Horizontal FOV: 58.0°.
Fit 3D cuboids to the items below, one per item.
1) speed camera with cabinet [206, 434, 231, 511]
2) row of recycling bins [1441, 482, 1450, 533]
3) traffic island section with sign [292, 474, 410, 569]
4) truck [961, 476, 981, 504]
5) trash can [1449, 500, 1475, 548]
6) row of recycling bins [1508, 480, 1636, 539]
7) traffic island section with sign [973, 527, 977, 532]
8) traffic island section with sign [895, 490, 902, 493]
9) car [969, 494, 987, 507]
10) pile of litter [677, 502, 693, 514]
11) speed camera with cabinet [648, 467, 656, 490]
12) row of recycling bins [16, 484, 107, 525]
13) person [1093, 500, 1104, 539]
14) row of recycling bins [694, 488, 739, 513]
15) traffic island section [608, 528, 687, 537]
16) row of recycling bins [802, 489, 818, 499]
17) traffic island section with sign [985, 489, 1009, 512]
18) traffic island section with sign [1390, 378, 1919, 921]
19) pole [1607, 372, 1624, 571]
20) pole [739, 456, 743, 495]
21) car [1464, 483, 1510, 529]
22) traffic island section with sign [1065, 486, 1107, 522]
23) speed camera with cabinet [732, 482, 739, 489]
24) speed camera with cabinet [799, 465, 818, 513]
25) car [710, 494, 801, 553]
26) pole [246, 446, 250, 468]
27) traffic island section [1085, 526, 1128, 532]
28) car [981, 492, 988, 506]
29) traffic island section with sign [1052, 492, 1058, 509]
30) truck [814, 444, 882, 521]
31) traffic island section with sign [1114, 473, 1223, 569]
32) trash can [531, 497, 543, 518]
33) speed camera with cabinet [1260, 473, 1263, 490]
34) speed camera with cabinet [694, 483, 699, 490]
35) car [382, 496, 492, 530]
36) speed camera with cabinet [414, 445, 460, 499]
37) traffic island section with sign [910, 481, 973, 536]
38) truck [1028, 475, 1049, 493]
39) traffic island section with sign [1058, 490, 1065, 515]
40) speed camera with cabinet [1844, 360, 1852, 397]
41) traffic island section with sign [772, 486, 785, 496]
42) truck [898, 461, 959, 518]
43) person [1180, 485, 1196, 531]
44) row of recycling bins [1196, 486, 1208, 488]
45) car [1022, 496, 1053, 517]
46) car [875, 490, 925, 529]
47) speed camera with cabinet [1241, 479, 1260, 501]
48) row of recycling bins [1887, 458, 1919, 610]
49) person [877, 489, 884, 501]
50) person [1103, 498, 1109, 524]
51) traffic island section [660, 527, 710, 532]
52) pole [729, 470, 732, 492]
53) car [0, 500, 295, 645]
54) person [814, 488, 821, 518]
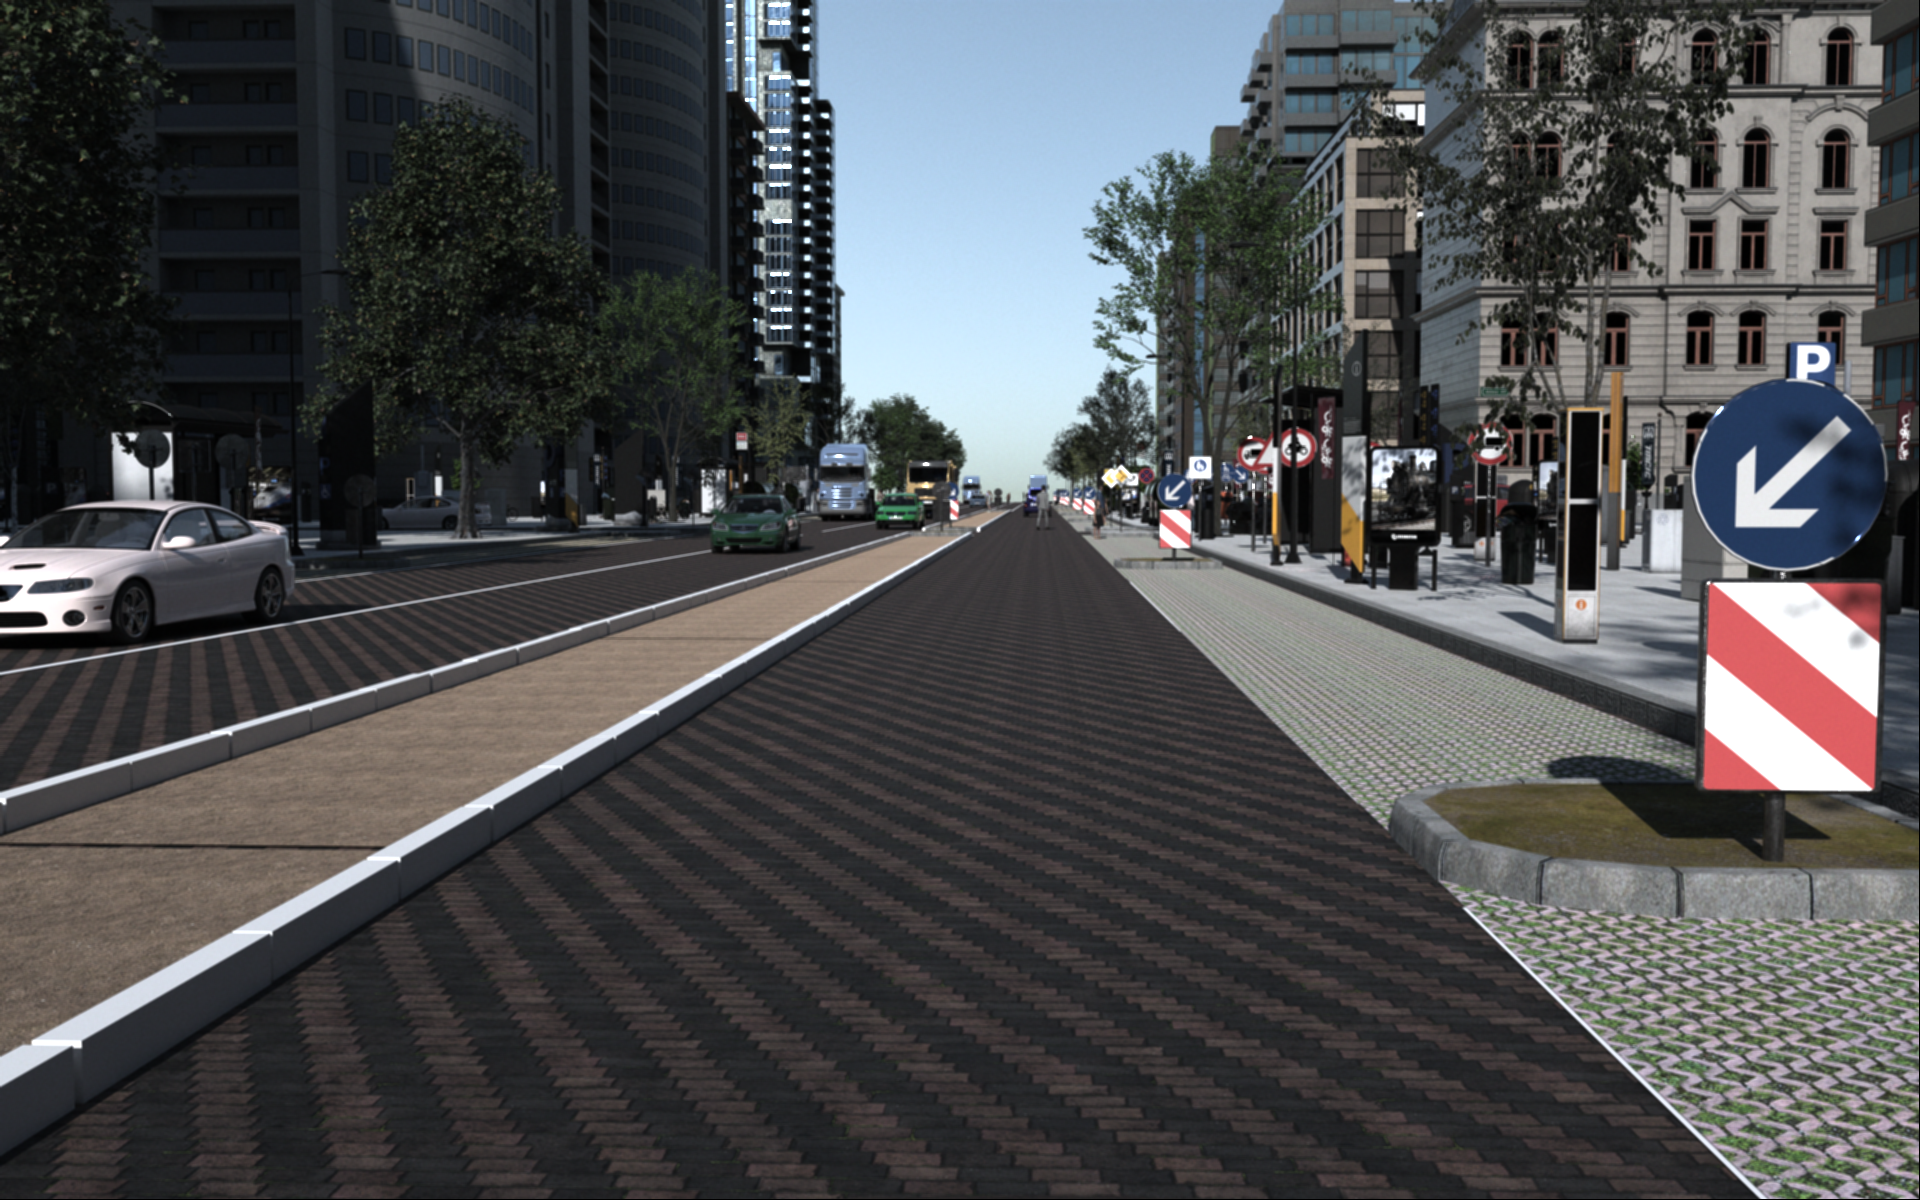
[{"bbox_3d":[-23.320,-3.681,54.520,0.660,3.252,2.038,-2,4,-33],"label":"speed camera with cabinet"},{"bbox_3d":[15.054,-3.115,58.050,3.534,1.692,1.069,1,4,22],"label":"row of recycling bins"},{"bbox_3d":[-11.924,-1.546,33.913,1.989,1.847,2.006,0,4,3],"label":"traffic island section with sign"},{"bbox_3d":[2.175,-16.814,264.670,2.967,4.110,18.799,0,4,4],"label":"truck"},{"bbox_3d":[11.971,-1.796,41.019,0.748,1.137,0.748,0,3,0],"label":"trash can"},{"bbox_3d":[17.536,-2.608,49.748,3.534,1.692,1.069,0,4,2],"label":"row of recycling bins"},{"bbox_3d":[-0.322,-3.573,66.557,2.006,1.907,1.989,0,4,3],"label":"traffic island section with sign"},{"bbox_3d":[-5.863,-9.666,166.674,1.989,1.847,2.006,0,4,3],"label":"traffic island section with sign"},{"bbox_3d":[1.973,-10.808,188.705,2.014,1.417,4.499,0,4,3],"label":"car"},{"bbox_3d":[-17.878,-5.928,110.894,1.719,0.858,1.176,-1,4,-9],"label":"pile of litter"},{"bbox_3d":[-23.096,-8.149,127.574,0.660,3.252,2.038,3,5,44],"label":"speed camera with cabinet"},{"bbox_3d":[-37.362,-3.961,71.869,3.534,1.692,1.069,-1,4,-22],"label":"row of recycling bins"},{"bbox_3d":[4.399,-2.553,54.913,0.362,1.253,0.373,-2,4,-27],"label":"person"},{"bbox_3d":[-16.259,-6.705,116.747,3.534,1.692,1.069,-2,4,-29],"label":"row of recycling bins"},{"bbox_3d":[-10.755,-2.269,59.382,2.009,0.180,2.903,0,4,3],"label":"traffic island section"},{"bbox_3d":[-11.459,-7.633,131.910,3.534,1.692,1.069,-2,4,-28],"label":"row of recycling bins"},{"bbox_3d":[3.095,-8.164,141.618,2.006,1.907,1.989,0,4,3],"label":"traffic island section with sign"},{"bbox_3d":[2.777,0.116,6.737,1.989,1.847,2.006,0,4,3],"label":"traffic island section with sign"},{"bbox_3d":[10.984,-2.152,29.033,0.158,3.312,0.155,0,3,0],"label":"pole"},{"bbox_3d":[-11.659,-6.014,92.167,0.158,3.312,0.155,0,3,0],"label":"pole"},{"bbox_3d":[19.251,-3.251,61.832,5.304,1.827,2.281,0,4,3],"label":"car"},{"bbox_3d":[6.563,-4.947,89.507,1.989,1.847,2.006,0,4,3],"label":"traffic island section with sign"},{"bbox_3d":[-16.997,-8.312,130.240,0.660,3.252,2.038,1,4,9],"label":"speed camera with cabinet"},{"bbox_3d":[-10.237,-7.499,116.942,0.660,3.252,2.038,1,4,16],"label":"speed camera with cabinet"},{"bbox_3d":[-5.069,-1.927,43.300,2.131,1.459,4.920,0,4,1],"label":"car"},{"bbox_3d":[-29.969,-4.839,72.964,0.158,3.312,0.155,0,3,0],"label":"pole"},{"bbox_3d":[5.834,-2.712,66.616,2.009,0.180,2.903,0,4,3],"label":"traffic island section"},{"bbox_3d":[2.486,-11.762,202.532,2.015,1.641,3.980,0,4,2],"label":"car"},{"bbox_3d":[10.074,-9.661,166.583,1.989,1.847,2.006,0,4,3],"label":"traffic island section with sign"},{"bbox_3d":[-5.955,-6.633,98.215,2.967,4.110,18.799,0,4,1],"label":"truck"},{"bbox_3d":[4.010,-1.531,33.664,1.989,1.847,2.006,0,4,3],"label":"traffic island section with sign"},{"bbox_3d":[-22.727,-4.983,93.117,0.748,1.137,0.748,0,3,0],"label":"trash can"},{"bbox_3d":[20.534,-7.732,120.754,0.660,3.252,2.038,-1,4,-10],"label":"speed camera with cabinet"},{"bbox_3d":[-20.505,-8.940,140.500,2.038,3.252,0.660,-2,4,-27],"label":"speed camera with cabinet"},{"bbox_3d":[-20.020,-3.214,64.904,4.827,1.381,2.083,0,4,4],"label":"car"},{"bbox_3d":[-21.005,-4.635,70.123,2.038,3.252,0.660,-1,4,-10],"label":"speed camera with cabinet"},{"bbox_3d":[-0.670,-3.121,59.158,2.006,1.907,1.989,0,4,3],"label":"traffic island section with sign"},{"bbox_3d":[10.959,-15.418,241.850,2.967,4.110,18.799,0,4,3],"label":"truck"},{"bbox_3d":[7.770,-6.594,116.435,1.989,1.847,2.006,0,4,3],"label":"traffic island section with sign"},{"bbox_3d":[12.650,-1.952,26.253,0.660,3.252,2.038,-2,4,-30],"label":"speed camera with cabinet"},{"bbox_3d":[-9.389,-4.942,89.436,1.989,1.847,2.006,0,4,3],"label":"traffic island section with sign"},{"bbox_3d":[-1.624,-6.504,102.256,3.469,3.379,9.791,0,4,3],"label":"truck"},{"bbox_3d":[8.071,-3.162,60.875,0.731,1.740,0.598,0,4,5],"label":"person"},{"bbox_3d":[11.848,-5.111,90.673,3.534,1.692,1.069,-2,4,-23],"label":"row of recycling bins"},{"bbox_3d":[4.928,-5.970,110.185,1.945,1.354,3.894,0,4,4],"label":"car"},{"bbox_3d":[-2.443,-3.839,71.557,1.959,1.807,4.718,0,4,3],"label":"car"},{"bbox_3d":[17.179,-6.720,104.206,0.660,3.252,2.038,-1,4,-13],"label":"speed camera with cabinet"},{"bbox_3d":[11.182,-0.809,20.332,1.069,1.692,3.534,1,4,10],"label":"row of recycling bins"},{"bbox_3d":[-5.671,-7.033,123.834,0.599,1.781,0.374,0,4,-6],"label":"person"},{"bbox_3d":[6.838,-4.159,81.161,0.373,1.253,0.362,0,4,-6],"label":"person"},{"bbox_3d":[-10.390,-2.757,67.359,2.009,0.180,2.903,0,4,3],"label":"traffic island section"},{"bbox_3d":[-17.461,-8.450,131.995,0.158,3.312,0.155,0,3,0],"label":"pole"},{"bbox_3d":[-8.658,-0.344,17.989,2.083,1.381,4.827,0,4,4],"label":"car"},{"bbox_3d":[-8.472,-5.829,104.206,0.661,1.777,0.834,1,4,21],"label":"person"}]
